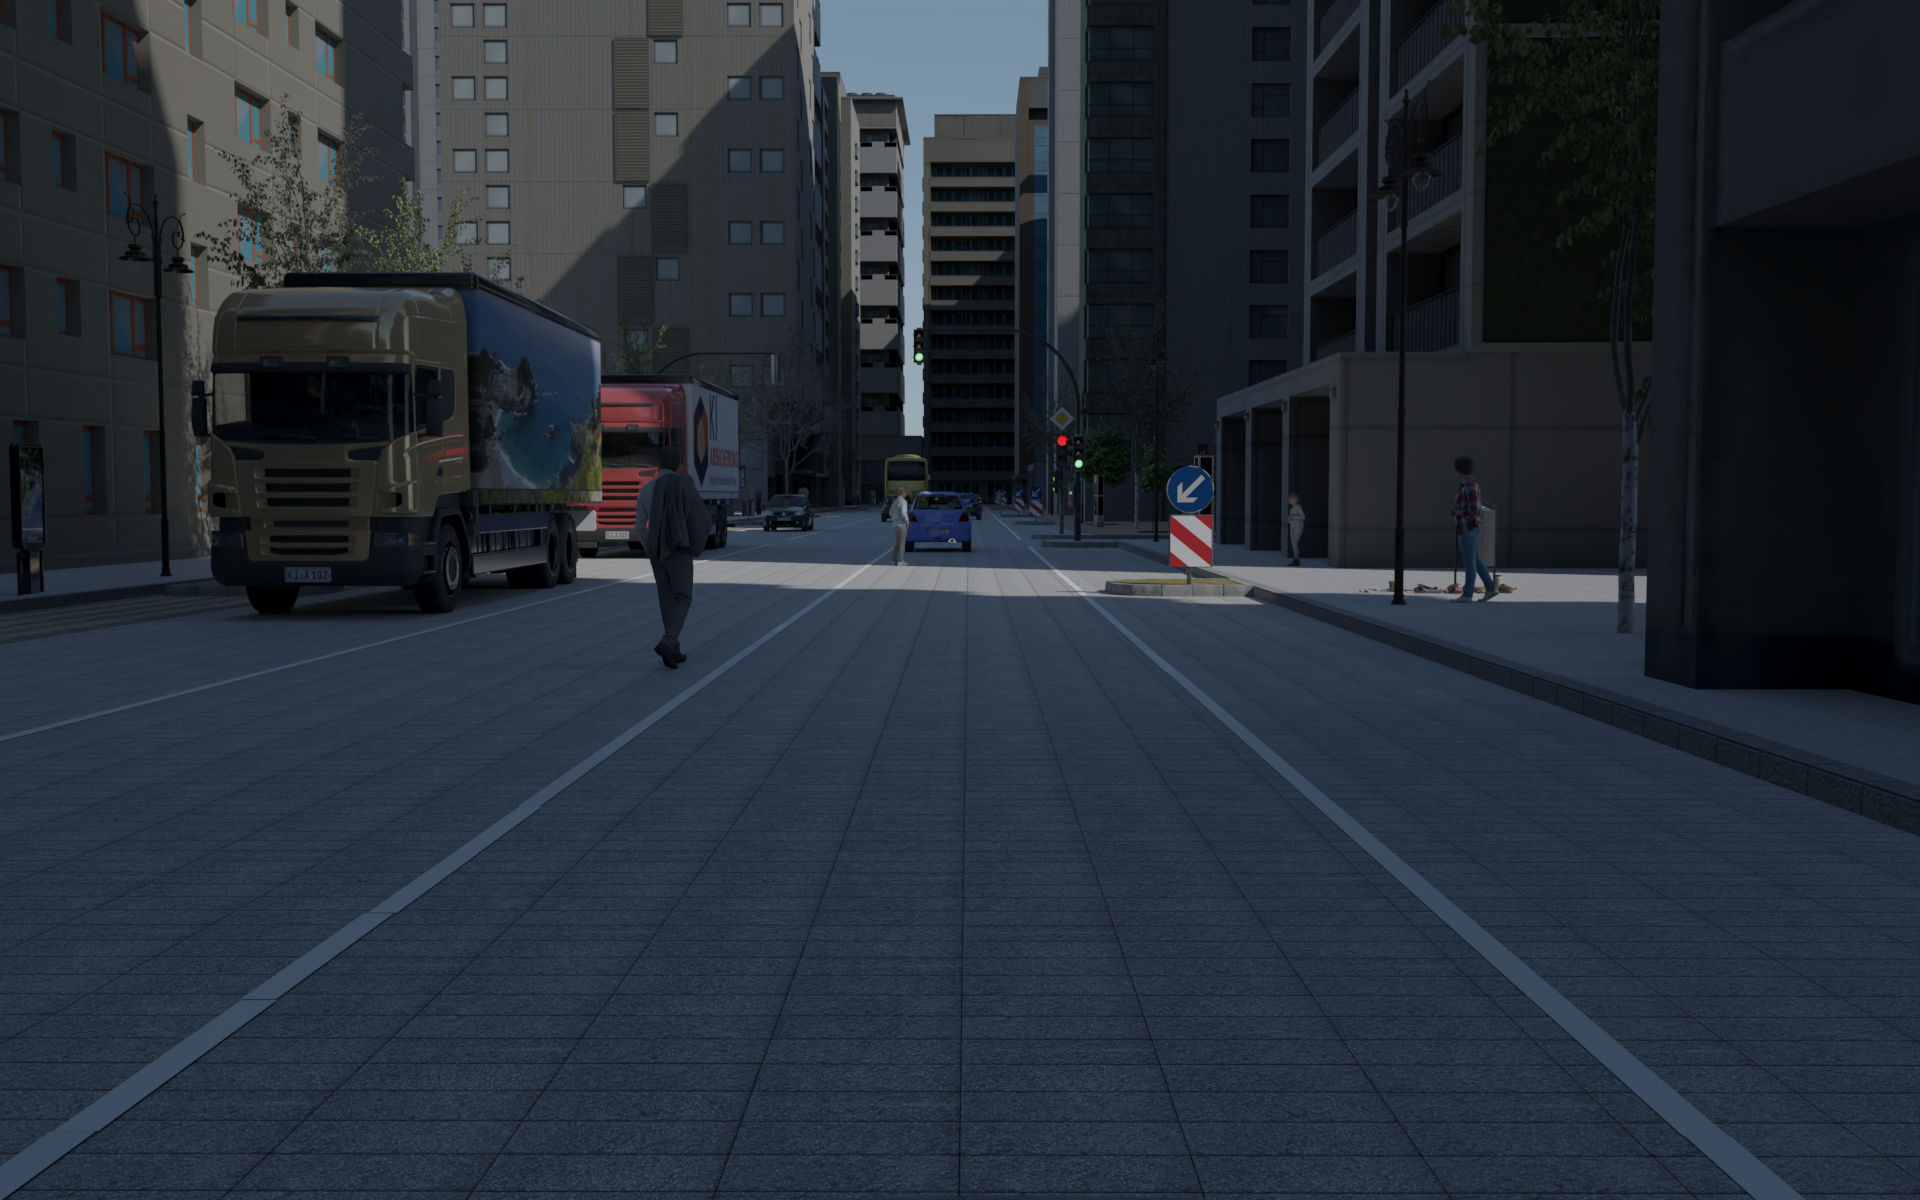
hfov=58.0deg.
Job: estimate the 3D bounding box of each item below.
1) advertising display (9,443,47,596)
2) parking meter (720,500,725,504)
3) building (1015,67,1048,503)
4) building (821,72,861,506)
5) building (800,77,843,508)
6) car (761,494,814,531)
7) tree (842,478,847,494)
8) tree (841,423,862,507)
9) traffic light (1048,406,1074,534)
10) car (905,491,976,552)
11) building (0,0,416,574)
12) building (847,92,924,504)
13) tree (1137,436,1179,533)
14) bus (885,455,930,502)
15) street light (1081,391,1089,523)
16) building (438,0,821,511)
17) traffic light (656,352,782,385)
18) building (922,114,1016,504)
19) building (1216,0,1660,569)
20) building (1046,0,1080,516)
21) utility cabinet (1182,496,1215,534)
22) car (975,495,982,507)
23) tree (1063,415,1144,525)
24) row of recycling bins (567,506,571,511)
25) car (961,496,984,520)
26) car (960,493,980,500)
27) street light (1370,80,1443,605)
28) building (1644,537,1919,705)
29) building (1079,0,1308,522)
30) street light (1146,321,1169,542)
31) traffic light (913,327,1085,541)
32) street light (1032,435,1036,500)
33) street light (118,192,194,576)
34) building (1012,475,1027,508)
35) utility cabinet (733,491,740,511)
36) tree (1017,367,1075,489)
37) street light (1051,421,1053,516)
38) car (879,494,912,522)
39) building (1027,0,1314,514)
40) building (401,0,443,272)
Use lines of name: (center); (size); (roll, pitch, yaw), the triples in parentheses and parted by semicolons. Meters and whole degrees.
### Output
advertising display: (-11.971, -1.043, 22.264); (0.123, 1.923, 0.974); (-1, 4, -12)
parking meter: (-17.477, -7.283, 127.490); (0.372, 1.533, 0.369); (0, 3, 0)
building: (12.971, -32.589, 182.944); (14.600, 45.320, 14.200); (0, 4, 0)
building: (-22.513, -35.039, 196.583); (21.600, 48.544, 21.300); (0, 4, 0)
building: (-18.793, -29.438, 164.901); (14.154, 41.232, 14.086); (0, 4, 0)
car: (-6.695, -3.540, 67.666); (2.009, 1.686, 4.222); (0, 4, 0)
tree: (-12.415, -11.458, 181.940); (1.663, 3.219, 1.824); (0, 3, 0)
tree: (-11.924, -13.848, 176.772); (4.360, 8.622, 3.978); (0, 3, 0)
traffic light: (3.244, -4.073, 55.520); (0.839, 4.253, 0.868); (0, 4, 0)
car: (-0.562, -2.117, 44.200); (1.945, 1.707, 3.694); (0, 4, -1)
building: (-29.750, -11.596, 34.632); (28.899, 21.520, 27.650); (0, 4, 0)
building: (-18.484, -39.067, 227.983); (27.495, 52.752, 28.713); (0, 4, 0)
tree: (6.367, -3.846, 57.487); (1.663, 3.219, 1.824); (0, 3, 0)
bus: (-3.265, -7.083, 107.355); (2.896, 3.916, 12.252); (0, 4, -1)
street light: (5.429, -6.349, 76.598); (0.468, 5.910, 1.993); (0, 4, 0)
building: (-25.802, -33.920, 143.834); (28.713, 52.752, 27.495); (0, 4, 0)
traffic light: (-8.125, -4.950, 55.596); (4.771, 5.953, 1.251); (0, 4, 0)
building: (6.044, -36.731, 224.255); (21.600, 48.544, 21.300); (0, 4, 0)
building: (16.762, -36.333, 32.294); (20.563, 71.187, 20.611); (0, 4, 0)
building: (16.356, -35.080, 115.559); (21.231, 58.520, 28.212); (0, 4, 0)
utility cabinet: (7.677, -2.728, 55.761); (1.020, 1.237, 0.306); (1, 4, 13)
car: (1.281, -10.101, 177.509); (2.083, 1.381, 4.827); (0, 4, -1)
tree: (6.015, -5.431, 72.511); (4.285, 4.588, 4.351); (0, 3, 0)
row of recycling bins: (-26.009, -6.647, 115.790); (3.534, 1.692, 1.069); (3, 5, 44)
car: (0.340, -5.151, 96.805); (1.945, 1.354, 3.894); (0, 4, 2)
car: (0.512, -7.213, 127.522); (1.945, 1.707, 3.694); (0, 4, -1)
street light: (5.094, -2.884, 19.939); (0.468, 5.910, 1.993); (0, 4, 0)
building: (15.426, -23.028, 0.209); (21.300, 48.544, 21.600); (0, 4, 0)
building: (12.857, -19.249, 86.419); (14.160, 30.474, 14.107); (0, 4, 0)
street light: (5.278, -4.504, 46.428); (0.468, 5.910, 1.993); (0, 4, 0)
traffic light: (1.111, -4.449, 47.404); (4.771, 5.953, 1.251); (0, 4, 0)
street light: (5.555, -9.634, 130.304); (0.468, 5.910, 1.993); (0, 4, 0)
street light: (-12.402, -3.308, 26.875); (0.468, 5.910, 1.993); (0, 4, 0)
building: (21.210, -28.827, 163.197); (32.217, 40.220, 23.993); (0, 4, 0)
utility cabinet: (-16.807, -7.362, 129.050); (0.318, 1.500, 1.173); (2, 4, 24)
tree: (5.399, -8.943, 96.574); (4.360, 8.622, 3.978); (0, 3, 0)
street light: (5.502, -7.996, 103.519); (0.468, 5.910, 1.993); (0, 4, 0)
car: (-3.232, -4.922, 90.263); (2.009, 1.686, 4.222); (0, 4, -1)
building: (16.072, -42.921, 140.017); (20.563, 71.187, 20.611); (0, 4, 0)
building: (-47.552, -39.964, 195.404); (28.212, 58.520, 21.231); (0, 4, 0)
